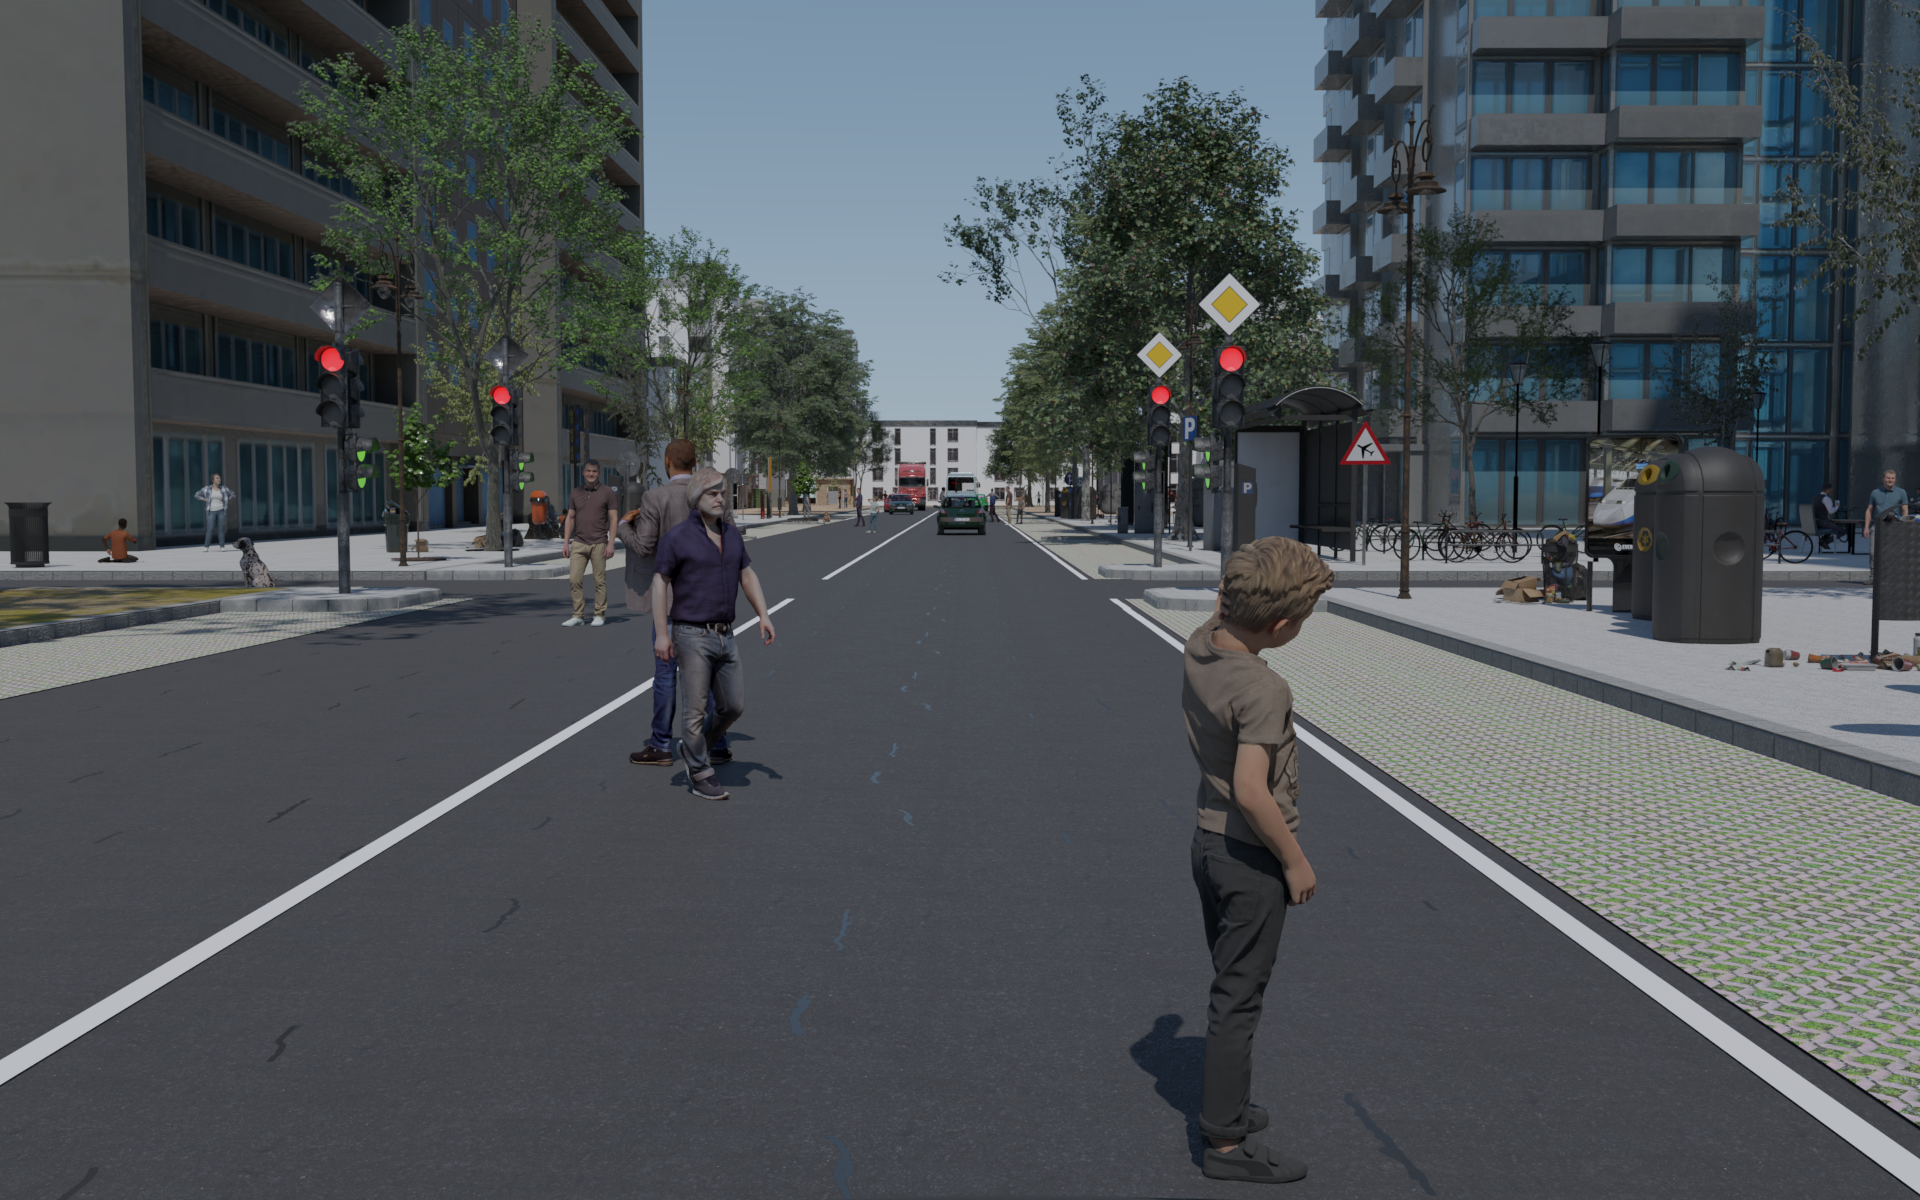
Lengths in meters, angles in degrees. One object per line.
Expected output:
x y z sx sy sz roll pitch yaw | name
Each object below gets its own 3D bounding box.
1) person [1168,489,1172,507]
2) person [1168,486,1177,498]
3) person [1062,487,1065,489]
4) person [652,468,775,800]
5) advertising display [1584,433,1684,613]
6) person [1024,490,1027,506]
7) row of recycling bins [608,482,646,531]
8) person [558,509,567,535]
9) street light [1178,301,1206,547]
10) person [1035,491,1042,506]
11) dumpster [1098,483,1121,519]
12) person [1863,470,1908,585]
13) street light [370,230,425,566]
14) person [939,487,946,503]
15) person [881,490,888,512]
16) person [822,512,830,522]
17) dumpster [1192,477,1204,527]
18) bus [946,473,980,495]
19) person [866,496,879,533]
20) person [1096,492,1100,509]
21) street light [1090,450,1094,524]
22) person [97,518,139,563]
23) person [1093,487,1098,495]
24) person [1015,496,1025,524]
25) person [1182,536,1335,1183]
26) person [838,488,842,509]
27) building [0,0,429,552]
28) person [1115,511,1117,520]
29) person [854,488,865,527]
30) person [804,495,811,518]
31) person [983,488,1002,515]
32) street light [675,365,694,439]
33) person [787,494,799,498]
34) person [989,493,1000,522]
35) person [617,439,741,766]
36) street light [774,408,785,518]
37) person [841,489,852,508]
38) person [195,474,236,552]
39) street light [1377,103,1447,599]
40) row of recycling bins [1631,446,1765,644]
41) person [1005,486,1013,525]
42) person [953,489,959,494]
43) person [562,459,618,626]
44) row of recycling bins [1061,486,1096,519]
12.290 -5.797 102.286 0.593 1.643 0.415 2 4 29 | person
13.325 -6.445 111.378 1.348 1.831 0.705 0 4 6 | person
7.615 -7.364 126.540 0.705 1.812 1.348 1 4 10 | person
-1.172 0.151 8.241 0.569 1.553 0.471 -1 4 -9 | person
7.256 -0.824 18.682 0.974 1.923 0.123 2 4 30 | advertising display
7.009 -10.735 182.293 0.721 1.736 1.217 0 4 -7 | person
-11.231 -3.142 58.486 1.069 1.692 3.534 -1 4 -20 | row of recycling bins
-12.293 -2.402 53.602 0.859 0.850 0.655 -1 4 -19 | person
5.539 -4.205 41.541 0.468 5.910 1.993 0 4 0 | street light
8.490 -10.776 185.470 1.217 1.735 0.721 -2 4 -33 | person
7.864 -5.147 89.904 1.264 1.857 1.865 0 4 0 | dumpster
14.538 -1.138 27.233 0.434 1.807 0.598 -3 5 -40 | person
-9.890 -3.536 30.595 0.468 5.910 1.993 0 4 0 | street light
-0.767 -5.031 90.909 0.789 1.805 0.875 -2 4 -29 | person
-6.029 -8.094 141.354 1.217 1.766 0.721 3 5 39 | person
-6.711 -4.166 87.084 0.381 0.543 0.357 1 4 22 | person
7.816 -3.034 55.360 1.264 1.857 1.865 0 4 0 | dumpster
0.266 -9.842 155.769 2.948 3.499 13.247 0 4 2 | bus
-3.249 -3.178 64.373 0.435 1.345 0.340 -2 4 -26 | person
11.610 -8.302 142.469 0.721 1.739 1.217 3 5 45 | person
5.624 -6.157 73.447 0.468 5.910 1.993 0 4 0 | street light
-15.664 -1.106 32.406 0.859 0.850 0.655 1 4 9 | person
10.239 -7.767 133.173 1.348 1.807 0.705 0 4 -3 | person
2.797 -4.225 81.489 0.435 1.345 0.340 -2 4 -32 | person
0.623 0.534 3.682 0.340 1.345 0.435 -2 4 -25 | person
-10.707 -9.026 153.638 0.705 1.822 1.348 0 4 -1 | person
-28.951 -25.932 47.693 21.300 48.544 21.600 0 4 0 | building
7.700 -4.123 83.928 0.357 0.543 0.381 1 4 16 | person
-4.439 -4.087 76.235 0.530 1.710 0.541 0 4 -3 | person
-7.919 -4.974 89.956 0.434 1.807 0.598 -1 4 -15 | person
2.182 -6.658 117.338 1.348 1.826 0.705 1 4 10 | person
-9.844 -5.456 61.988 0.468 5.910 1.993 0 4 0 | street light
-16.134 -9.803 166.836 1.217 1.766 0.721 0 4 6 | person
1.657 -4.691 87.893 0.574 1.496 0.600 -3 4 -37 | person
-1.494 0.006 9.231 0.655 1.722 0.431 -2 4 -25 | person
-9.721 -7.368 93.260 0.468 5.910 1.993 0 4 0 | street light
-10.653 -9.507 162.191 1.217 1.736 0.721 -3 5 -40 | person
-16.486 -1.933 38.374 0.841 1.734 0.376 -2 4 -26 | person
5.447 -2.952 21.051 0.468 5.910 1.993 0 4 0 | street light
6.976 -0.567 16.376 1.069 1.692 3.534 1 4 18 | row of recycling bins
2.228 -4.381 80.264 0.434 1.807 0.598 2 4 26 | person
-0.264 -6.938 121.931 1.348 1.824 0.705 0 4 4 | person
-4.034 -0.622 18.797 0.598 1.807 0.434 1 4 20 | person
6.124 -5.017 89.134 1.069 1.692 3.534 -1 4 -16 | row of recycling bins
